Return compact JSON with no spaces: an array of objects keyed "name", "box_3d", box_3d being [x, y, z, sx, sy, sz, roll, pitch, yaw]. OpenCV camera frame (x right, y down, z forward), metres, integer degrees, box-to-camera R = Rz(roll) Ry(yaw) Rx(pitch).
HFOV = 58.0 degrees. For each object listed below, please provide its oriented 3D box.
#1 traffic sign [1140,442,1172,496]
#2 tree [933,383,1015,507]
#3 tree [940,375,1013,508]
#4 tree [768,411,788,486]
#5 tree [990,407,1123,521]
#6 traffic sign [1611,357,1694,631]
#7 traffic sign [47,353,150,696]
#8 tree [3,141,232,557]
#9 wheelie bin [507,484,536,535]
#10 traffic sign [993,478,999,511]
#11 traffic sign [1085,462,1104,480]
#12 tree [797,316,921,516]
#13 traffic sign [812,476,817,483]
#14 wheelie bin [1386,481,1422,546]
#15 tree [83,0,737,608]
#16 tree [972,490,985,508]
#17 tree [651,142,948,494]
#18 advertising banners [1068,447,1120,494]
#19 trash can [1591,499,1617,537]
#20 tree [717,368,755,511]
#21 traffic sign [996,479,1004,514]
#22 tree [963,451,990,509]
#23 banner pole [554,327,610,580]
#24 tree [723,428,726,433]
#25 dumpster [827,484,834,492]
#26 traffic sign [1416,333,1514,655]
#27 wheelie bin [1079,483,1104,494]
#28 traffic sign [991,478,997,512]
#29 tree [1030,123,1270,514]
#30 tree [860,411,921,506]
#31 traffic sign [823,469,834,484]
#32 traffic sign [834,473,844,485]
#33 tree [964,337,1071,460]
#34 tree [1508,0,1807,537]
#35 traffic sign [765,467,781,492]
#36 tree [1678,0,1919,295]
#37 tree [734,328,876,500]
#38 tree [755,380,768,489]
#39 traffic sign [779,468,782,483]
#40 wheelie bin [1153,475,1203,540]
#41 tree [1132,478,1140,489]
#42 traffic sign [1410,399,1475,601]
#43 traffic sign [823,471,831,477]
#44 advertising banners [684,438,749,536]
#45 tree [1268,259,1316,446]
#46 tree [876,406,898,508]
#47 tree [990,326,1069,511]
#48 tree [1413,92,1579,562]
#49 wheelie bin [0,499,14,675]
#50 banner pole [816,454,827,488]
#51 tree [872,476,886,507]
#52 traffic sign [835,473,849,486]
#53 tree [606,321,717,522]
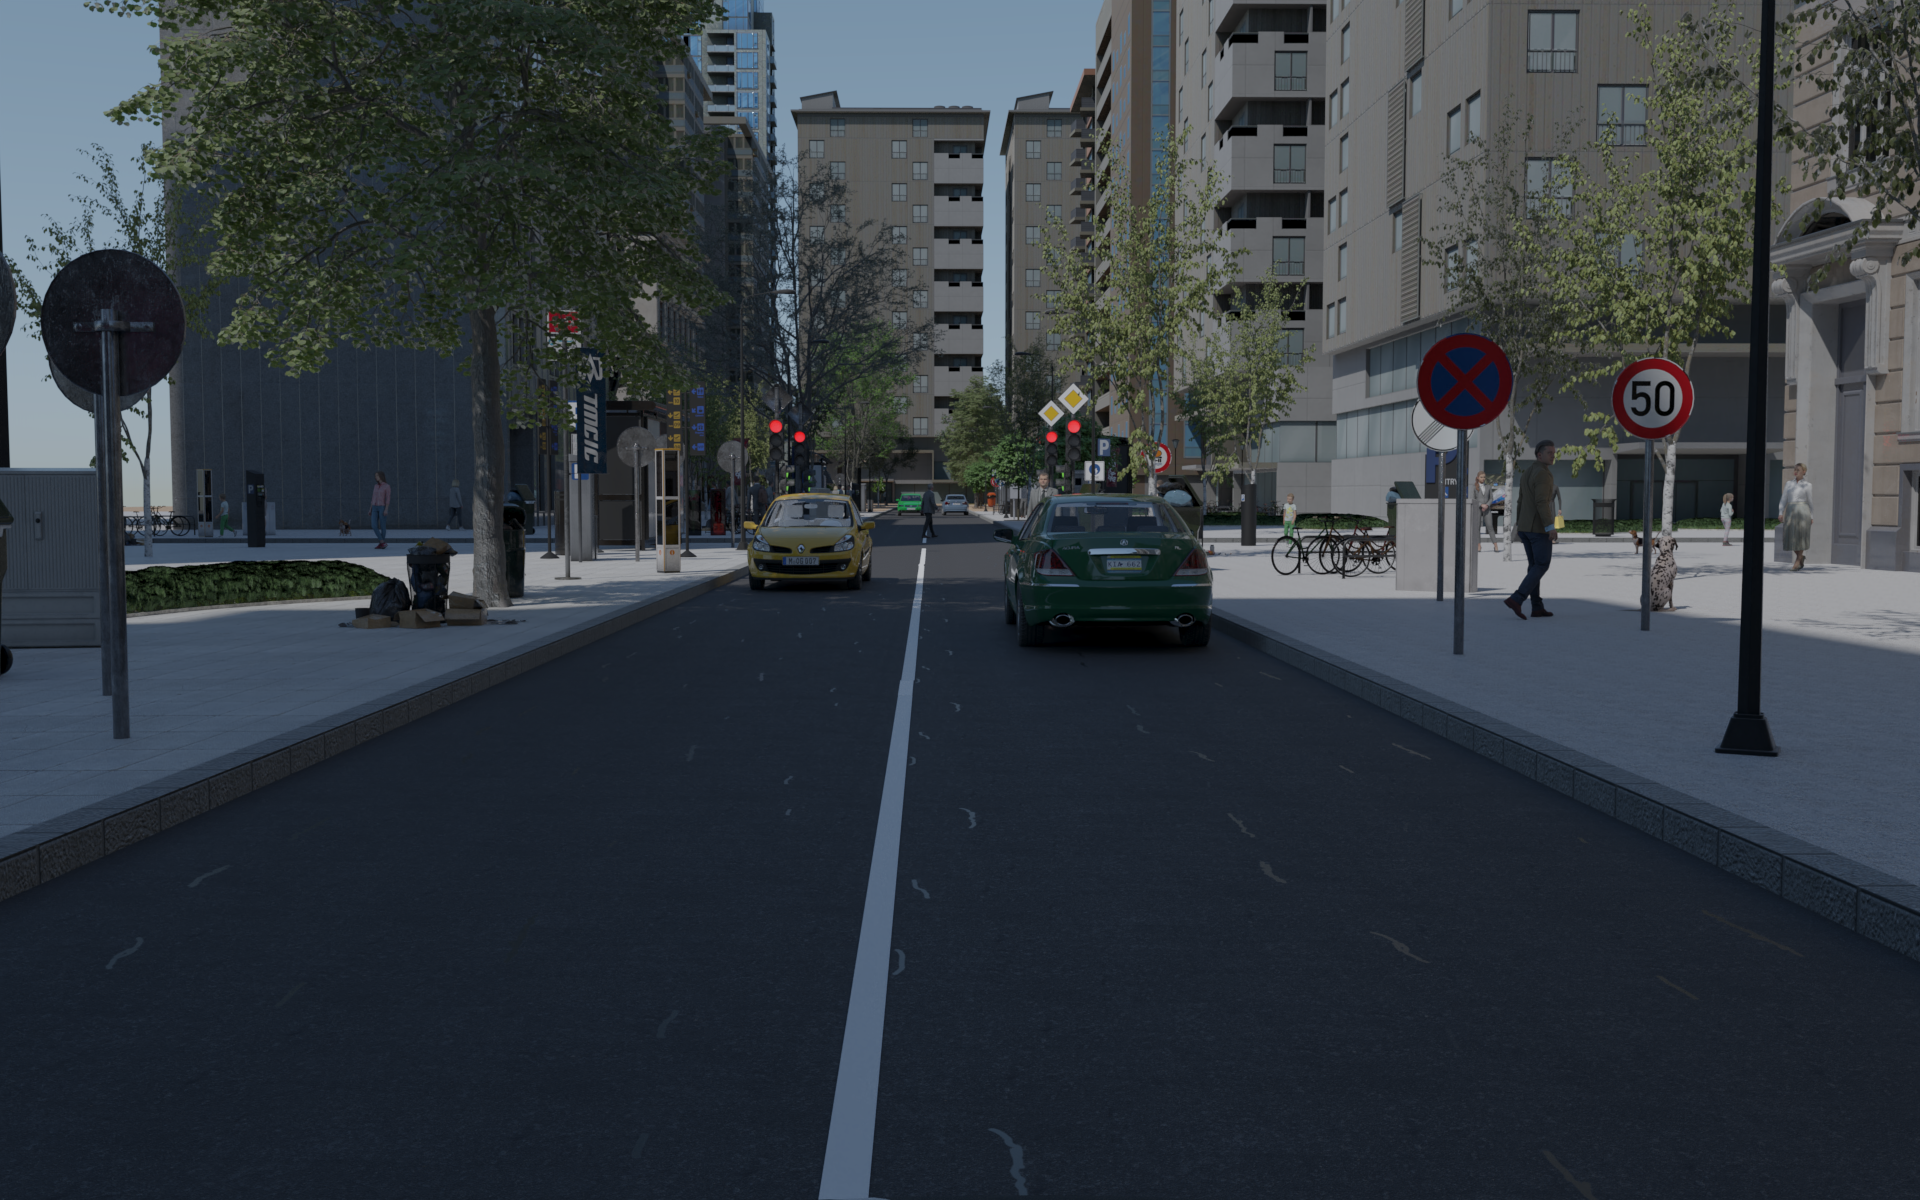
[{"name":"traffic sign","box_3d":[4.742,-2.567,42.068,0.768,2.556,0.104,0,4,-1]},{"name":"tree","box_3d":[2.115,-15.898,176.933,9.611,12.733,9.660,0,3,0]},{"name":"tree","box_3d":[1.861,-15.077,164.640,7.486,12.596,7.792,0,3,0]},{"name":"tree","box_3d":[-13.004,-9.762,109.970,4.737,8.622,4.395,0,3,0]},{"name":"tree","box_3d":[4.052,-4.782,61.906,4.285,4.588,4.351,0,3,0]},{"name":"traffic sign","box_3d":[6.443,-0.985,16.207,0.768,2.556,0.104,0,4,1]},{"name":"traffic sign","box_3d":[-5.426,-0.664,10.970,0.768,2.556,0.104,1,4,9]},{"name":"tree","box_3d":[-16.905,-5.194,35.292,4.737,8.622,4.395,0,3,0]},{"name":"wheelie bin","box_3d":[-13.800,-2.844,54.402,0.693,1.594,0.980,1,4,20]},{"name":"traffic sign","box_3d":[2.609,-7.209,117.965,0.768,2.556,0.104,0,4,5]},{"name":"traffic sign","box_3d":[4.223,-3.197,54.400,0.606,2.300,0.079,0,4,6]},{"name":"tree","box_3d":[-6.073,-10.716,100.963,9.928,11.665,9.643,0,3,0]},{"name":"traffic sign","box_3d":[-7.045,-4.902,80.158,0.884,2.594,0.081,0,4,0]},{"name":"wheelie bin","box_3d":[10.905,-2.127,42.688,0.980,1.594,0.693,-2,4,-32]},{"name":"tree","box_3d":[-5.636,-6.174,19.079,7.486,12.596,7.792,0,3,0]},{"name":"tree","box_3d":[1.558,-9.935,157.040,1.663,3.219,1.824,0,3,0]},{"name":"tree","box_3d":[-5.632,-9.169,60.280,12.009,13.543,11.850,0,3,0]},{"name":"advertising banners","box_3d":[4.966,-4.206,64.954,2.074,3.025,0.090,0,4,1]},{"name":"trash can","box_3d":[19.310,-2.466,51.968,0.748,1.137,0.748,0,3,0]},{"name":"tree","box_3d":[-12.706,-7.943,80.238,4.737,8.622,4.395,0,3,0]},{"name":"traffic sign","box_3d":[2.718,-6.950,113.732,0.768,2.556,0.104,0,4,2]},{"name":"tree","box_3d":[2.880,-6.109,83.598,4.285,4.588,4.351,0,3,0]},{"name":"banner pole","box_3d":[-5.693,-2.203,26.039,0.863,3.779,0.401,-2,4,-29]},{"name":"tree","box_3d":[-14.998,-10.636,124.266,4.360,8.622,3.978,0,3,0]},{"name":"dumpster","box_3d":[-9.233,-7.038,117.563,1.502,2.255,1.985,0,4,-1]},{"name":"traffic sign","box_3d":[3.992,-0.837,13.792,0.768,2.556,0.104,0,4,0]},{"name":"wheelie bin","box_3d":[5.096,-3.586,66.532,0.980,1.594,0.693,3,5,44]},{"name":"traffic sign","box_3d":[2.561,-7.500,122.723,0.768,2.556,0.104,0,4,4]},{"name":"tree","box_3d":[3.532,-5.103,33.790,4.737,8.622,4.395,0,3,0]},{"name":"tree","box_3d":[-7.876,-15.694,191.002,8.767,10.594,7.601,2,4,31]},{"name":"traffic sign","box_3d":[-6.874,-5.411,88.467,0.884,2.594,0.081,0,4,7]},{"name":"traffic sign","box_3d":[-7.404,-6.525,106.797,0.768,2.556,0.104,0,4,3]},{"name":"tree","box_3d":[3.853,-10.293,102.701,7.601,10.594,8.767,0,4,-7]},{"name":"tree","box_3d":[10.485,-4.610,25.731,4.737,8.622,4.395,0,3,0]},{"name":"traffic sign","box_3d":[-8.652,-4.911,80.400,0.768,2.556,0.104,0,4,0]},{"name":"tree","box_3d":[7.756,-3.838,13.108,4.360,8.622,3.978,0,3,0]},{"name":"tree","box_3d":[-6.641,-7.577,74.253,4.360,8.622,3.978,0,3,0]},{"name":"tree","box_3d":[-12.736,-8.302,86.093,4.737,8.622,4.395,0,3,0]},{"name":"traffic sign","box_3d":[-8.826,-5.078,83.127,0.768,2.556,0.104,0,4,5]},{"name":"wheelie bin","box_3d":[3.601,-1.271,28.694,0.693,1.594,0.980,-1,4,-17]},{"name":"tree","box_3d":[10.345,-7.060,110.030,1.663,3.219,1.824,0,3,0]},{"name":"traffic sign","box_3d":[5.757,-1.259,20.695,0.768,2.556,0.104,0,4,7]},{"name":"traffic sign","box_3d":[-7.407,-5.769,94.429,0.768,2.556,0.104,0,4,4]},{"name":"advertising banners","box_3d":[-7.521,-3.510,53.572,2.074,3.025,0.090,-1,4,-21]},{"name":"tree","box_3d":[9.285,-6.399,54.987,4.737,8.622,4.395,0,3,0]},{"name":"tree","box_3d":[-6.982,-9.909,112.375,4.360,8.622,3.978,0,3,0]},{"name":"tree","box_3d":[3.111,-7.718,76.549,4.360,8.622,3.978,0,3,0]},{"name":"tree","box_3d":[10.669,-5.039,32.756,4.360,8.622,3.978,0,3,0]},{"name":"wheelie bin","box_3d":[-7.021,-0.244,11.891,0.693,1.594,0.980,0,4,6]},{"name":"banner pole","box_3d":[-8.782,-7.271,108.890,0.863,3.779,0.401,0,4,-2]},{"name":"tree","box_3d":[-7.844,-10.826,171.598,1.663,3.219,1.824,0,3,0]},{"name":"traffic sign","box_3d":[-7.355,-6.618,108.213,0.884,2.594,0.081,0,4,3]},{"name":"tree","box_3d":[-13.465,-7.578,74.256,4.737,8.622,4.395,0,3,0]}]
